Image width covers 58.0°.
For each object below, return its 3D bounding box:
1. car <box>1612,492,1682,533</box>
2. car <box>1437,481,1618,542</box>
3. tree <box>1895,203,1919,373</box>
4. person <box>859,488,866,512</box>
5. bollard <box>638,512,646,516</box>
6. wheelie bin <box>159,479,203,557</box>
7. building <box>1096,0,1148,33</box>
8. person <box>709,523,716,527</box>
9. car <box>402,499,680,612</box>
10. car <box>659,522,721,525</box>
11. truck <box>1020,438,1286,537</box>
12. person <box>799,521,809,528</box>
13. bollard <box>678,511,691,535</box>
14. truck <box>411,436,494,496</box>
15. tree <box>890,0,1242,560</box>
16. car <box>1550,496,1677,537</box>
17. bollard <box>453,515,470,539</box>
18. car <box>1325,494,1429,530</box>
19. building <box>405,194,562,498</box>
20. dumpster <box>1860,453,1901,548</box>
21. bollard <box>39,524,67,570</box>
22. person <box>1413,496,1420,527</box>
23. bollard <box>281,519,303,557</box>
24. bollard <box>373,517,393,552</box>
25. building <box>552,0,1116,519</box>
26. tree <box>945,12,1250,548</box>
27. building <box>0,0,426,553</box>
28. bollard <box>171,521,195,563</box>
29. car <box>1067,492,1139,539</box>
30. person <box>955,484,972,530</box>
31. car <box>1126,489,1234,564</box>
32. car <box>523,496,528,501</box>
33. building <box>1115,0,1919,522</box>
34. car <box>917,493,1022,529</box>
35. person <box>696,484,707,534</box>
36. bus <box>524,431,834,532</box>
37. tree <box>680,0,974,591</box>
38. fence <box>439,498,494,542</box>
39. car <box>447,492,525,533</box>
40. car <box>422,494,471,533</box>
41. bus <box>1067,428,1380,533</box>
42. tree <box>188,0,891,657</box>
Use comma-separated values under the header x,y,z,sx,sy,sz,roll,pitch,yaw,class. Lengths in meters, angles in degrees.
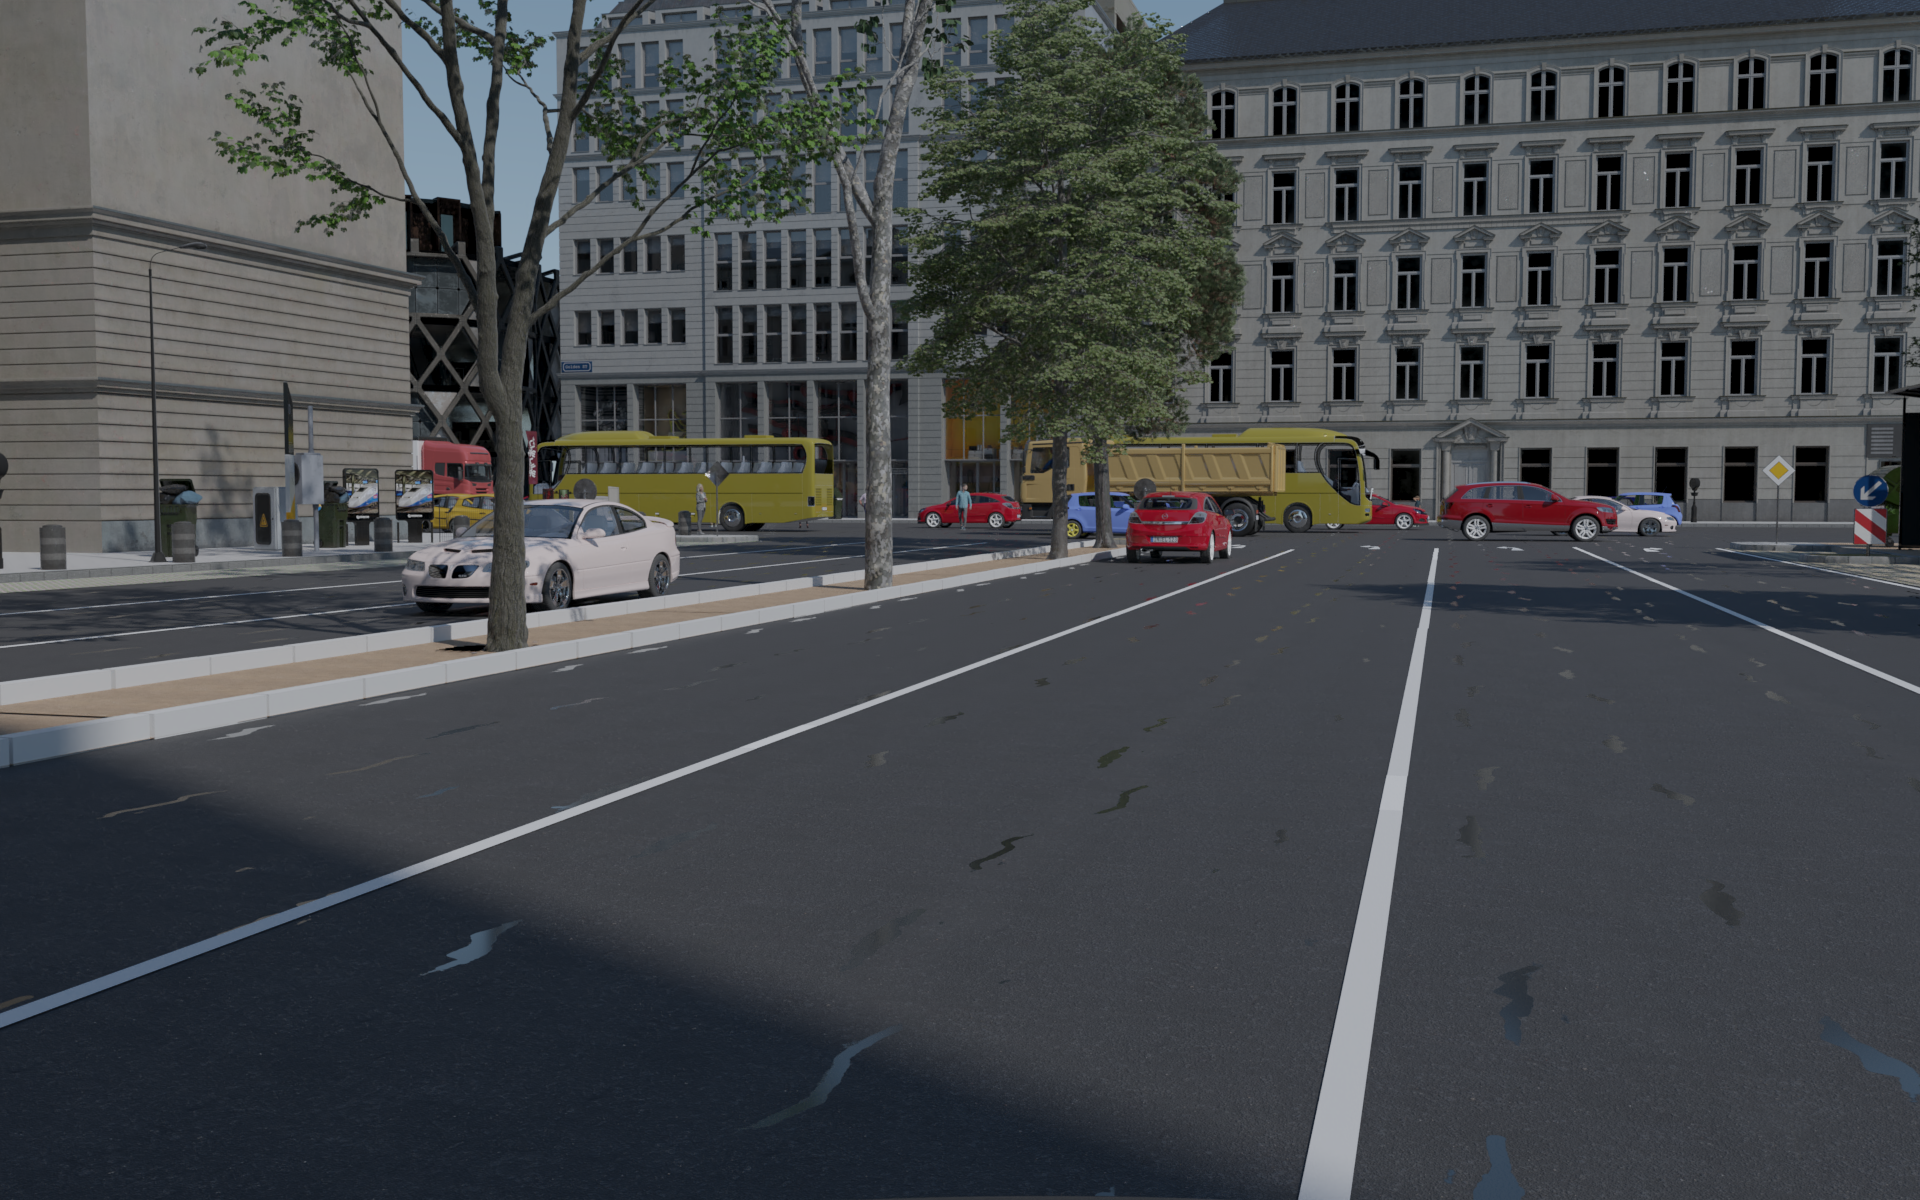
x,y,z,sx,sy,sz,roll,pitch,yaw,class
25.340,-3.424,65.581,3.694,1.707,1.945,1,4,14,car
17.382,-2.721,53.156,5.304,1.827,2.281,1,4,14,car
19.059,-5.734,28.159,8.767,10.594,7.601,-1,4,-18,tree
-3.883,-3.921,73.550,0.756,1.711,0.436,2,4,26,person
-9.414,-2.206,50.793,0.404,0.777,0.398,0,3,0,bollard
-15.915,-1.672,35.252,0.980,1.594,0.693,0,4,-3,wheelie bin
5.589,-32.796,159.917,21.300,48.544,21.600,1,4,16,building
-10.765,-4.080,75.329,0.598,1.807,0.434,-1,4,-14,person
-5.265,-0.609,22.325,2.083,1.381,4.827,1,4,16,car
-12.293,-4.429,81.095,5.304,1.827,2.281,1,4,17,car
6.181,-3.917,59.961,9.791,3.379,3.469,1,4,18,truck
-6.601,-3.841,72.763,0.593,1.643,0.415,-3,5,-44,person
-8.556,-2.393,53.844,0.404,0.777,0.398,0,3,0,bollard
-27.821,-5.884,85.122,11.283,4.237,2.839,1,4,17,truck
2.161,-7.163,37.695,7.486,12.596,7.792,0,3,0,tree
22.049,-2.886,59.541,4.827,1.381,2.083,1,4,14,car
-11.982,-1.646,41.630,0.404,0.777,0.398,0,3,0,bollard
16.620,-3.721,69.882,4.494,1.783,2.155,1,4,17,car
-34.216,-14.684,107.530,16.811,18.784,16.820,1,4,16,building
22.827,-2.415,41.982,1.502,2.255,1.985,1,4,16,dumpster
-15.407,-0.899,29.421,0.404,0.777,0.398,0,3,0,bollard
20.097,-3.911,76.353,0.340,1.345,0.435,2,4,24,person
-13.701,-1.272,35.516,0.404,0.777,0.398,0,3,0,bollard
-12.843,-1.459,38.566,0.404,0.777,0.398,0,3,0,bollard
-6.452,-19.517,96.595,29.804,29.767,11.434,1,4,16,building
3.679,-8.301,45.601,7.806,13.903,7.818,0,3,0,tree
-33.099,-13.999,47.960,34.723,24.649,14.460,1,4,16,building
-14.558,-1.086,32.467,0.404,0.777,0.398,0,3,0,bollard
5.022,-2.806,55.470,3.694,1.707,1.945,1,4,17,car
0.161,-3.704,68.926,0.638,1.841,0.748,1,4,11,person
4.777,-1.733,37.381,2.155,1.783,4.494,1,4,16,car
-18.282,-4.066,75.518,4.494,1.783,2.155,1,4,17,car
30.662,-19.138,89.317,44.131,29.872,17.030,1,4,16,building
0.371,-3.916,73.071,4.494,1.783,2.155,1,4,17,car
-9.197,-3.254,61.885,0.526,1.800,0.537,3,4,37,person
-11.131,-4.655,67.660,12.252,3.916,2.896,1,4,14,bus
-2.149,-10.269,26.242,12.611,20.169,13.585,0,3,0,tree
-12.297,-1.958,43.222,0.480,1.192,2.264,1,4,22,fence
-15.866,-3.064,60.326,3.980,1.641,2.015,1,4,16,car
-17.936,-3.248,63.328,3.980,1.641,2.015,1,4,17,car
9.576,-4.528,65.577,12.252,3.916,2.896,1,4,14,bus
-4.049,-5.323,15.248,9.928,11.665,9.643,0,3,0,tree
